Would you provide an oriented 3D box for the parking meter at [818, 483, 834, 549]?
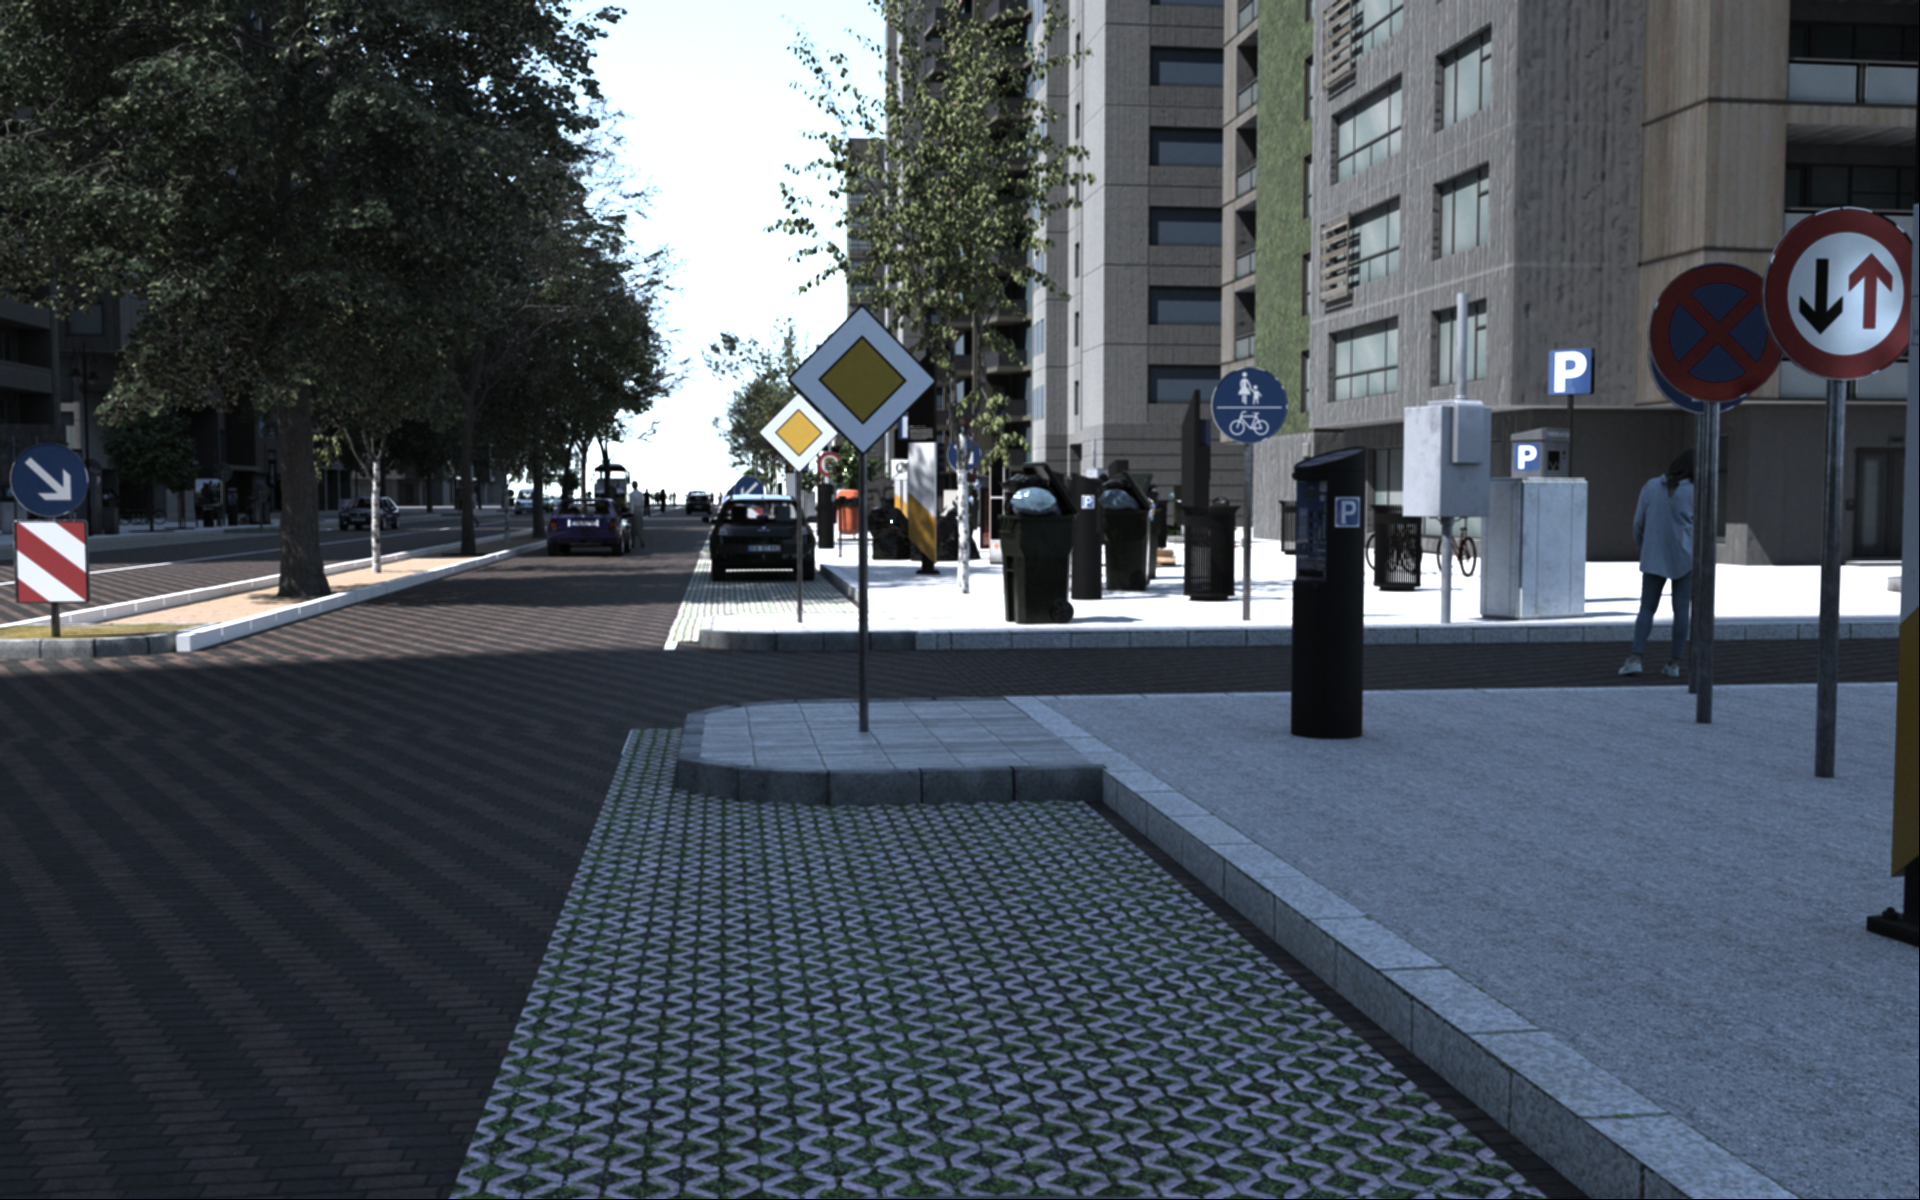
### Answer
[{"bbox_3d":[-3.150,-1.977,40.739,0.372,1.533,0.369,0,3,0],"label":"parking meter"}]

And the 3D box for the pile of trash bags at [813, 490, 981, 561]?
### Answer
[{"bbox_3d":[-1.212,-1.510,34.442,3.447,1.369,1.912,3,5,40],"label":"pile of trash bags"}]

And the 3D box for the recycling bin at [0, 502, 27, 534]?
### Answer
[{"bbox_3d":[-30.436,-2.640,55.720,0.722,1.027,0.722,-2,4,-30],"label":"recycling bin"}]

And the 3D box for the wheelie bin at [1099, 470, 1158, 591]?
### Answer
[{"bbox_3d":[2.222,-0.933,23.164,0.693,1.594,0.980,1,4,10],"label":"wheelie bin"}]

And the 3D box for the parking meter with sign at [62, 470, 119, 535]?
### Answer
[{"bbox_3d":[-27.625,-3.586,54.891,1.738,3.016,0.543,0,4,-2],"label":"parking meter with sign"}]

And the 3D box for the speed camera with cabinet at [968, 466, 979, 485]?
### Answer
[{"bbox_3d":[0.468,-4.656,70.466,0.660,3.252,2.038,0,4,2],"label":"speed camera with cabinet"}]

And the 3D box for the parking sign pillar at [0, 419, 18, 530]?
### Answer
[{"bbox_3d":[-33.976,-4.476,61.655,1.447,3.967,1.447,-3,5,-42],"label":"parking sign pillar"}]

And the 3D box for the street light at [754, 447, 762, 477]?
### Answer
[{"bbox_3d":[-14.912,-9.582,129.461,0.468,5.910,1.993,0,4,-8],"label":"street light"}]

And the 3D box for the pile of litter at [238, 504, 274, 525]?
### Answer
[{"bbox_3d":[-29.803,-3.601,72.834,1.719,0.858,1.176,-1,4,-13],"label":"pile of litter"}]

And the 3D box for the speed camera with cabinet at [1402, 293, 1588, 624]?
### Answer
[{"bbox_3d":[5.466,-1.425,17.635,2.038,3.252,0.660,-2,4,-28],"label":"speed camera with cabinet"}]

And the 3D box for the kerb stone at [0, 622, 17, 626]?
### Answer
[{"bbox_3d":[-9.345,0.322,16.974,0.120,0.150,1.000,0,4,-8],"label":"kerb stone"}]

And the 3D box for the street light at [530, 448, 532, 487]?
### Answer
[{"bbox_3d":[-42.869,-12.244,172.975,0.468,5.910,1.993,0,4,-8],"label":"street light"}]

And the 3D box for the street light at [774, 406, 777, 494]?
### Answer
[{"bbox_3d":[-9.700,-7.238,91.122,0.468,5.910,1.993,0,4,-8],"label":"street light"}]

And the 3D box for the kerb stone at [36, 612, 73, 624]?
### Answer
[{"bbox_3d":[-9.496,0.260,17.988,0.120,0.150,1.000,0,4,-8],"label":"kerb stone"}]

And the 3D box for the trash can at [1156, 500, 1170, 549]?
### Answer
[{"bbox_3d":[4.412,-1.704,39.514,0.748,1.137,0.748,0,3,0],"label":"trash can"}]

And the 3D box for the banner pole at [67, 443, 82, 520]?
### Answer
[{"bbox_3d":[-43.370,-5.795,84.760,0.863,3.779,0.401,-1,4,-20],"label":"banner pole"}]

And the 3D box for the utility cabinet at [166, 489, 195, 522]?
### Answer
[{"bbox_3d":[-35.892,-4.348,79.775,1.173,1.500,0.318,-2,4,-33],"label":"utility cabinet"}]

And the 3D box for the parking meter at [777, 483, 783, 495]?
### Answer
[{"bbox_3d":[-9.240,-5.087,88.881,0.255,1.863,0.399,-1,4,-9],"label":"parking meter"}]

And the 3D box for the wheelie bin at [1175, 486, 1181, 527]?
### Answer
[{"bbox_3d":[8.216,-3.447,64.272,0.980,1.594,0.693,0,4,0],"label":"wheelie bin"}]

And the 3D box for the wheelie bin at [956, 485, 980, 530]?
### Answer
[{"bbox_3d":[0.288,-3.339,62.503,0.693,1.594,0.980,-3,4,-38],"label":"wheelie bin"}]

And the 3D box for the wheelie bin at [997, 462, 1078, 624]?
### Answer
[{"bbox_3d":[0.759,-0.572,17.256,0.693,1.594,0.980,-1,4,-18],"label":"wheelie bin"}]

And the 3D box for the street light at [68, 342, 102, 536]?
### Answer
[{"bbox_3d":[-26.530,-4.883,52.622,0.468,5.910,1.993,0,4,-8],"label":"street light"}]

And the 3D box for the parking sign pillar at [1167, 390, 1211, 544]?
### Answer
[{"bbox_3d":[6.171,-3.483,45.418,1.447,3.967,1.447,0,4,-7],"label":"parking sign pillar"}]

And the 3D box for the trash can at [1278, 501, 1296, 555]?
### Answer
[{"bbox_3d":[7.103,-1.528,36.643,0.748,1.137,0.748,0,3,0],"label":"trash can"}]

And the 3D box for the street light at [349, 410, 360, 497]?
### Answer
[{"bbox_3d":[-31.730,-7.229,90.980,0.468,5.910,1.993,0,4,-8],"label":"street light"}]

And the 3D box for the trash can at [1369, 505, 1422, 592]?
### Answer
[{"bbox_3d":[5.801,-0.691,22.951,0.748,1.137,0.748,0,3,0],"label":"trash can"}]

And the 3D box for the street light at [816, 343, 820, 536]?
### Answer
[{"bbox_3d":[-4.359,-4.921,53.246,0.468,5.910,1.993,0,4,-8],"label":"street light"}]

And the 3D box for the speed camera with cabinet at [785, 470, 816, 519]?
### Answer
[{"bbox_3d":[-8.010,-5.701,87.554,0.660,3.252,2.038,-2,4,-33],"label":"speed camera with cabinet"}]

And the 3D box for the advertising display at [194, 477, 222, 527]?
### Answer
[{"bbox_3d":[-29.166,-3.790,67.184,0.974,1.923,0.123,-1,4,-17],"label":"advertising display"}]

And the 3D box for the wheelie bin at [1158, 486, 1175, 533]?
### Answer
[{"bbox_3d":[2.598,-1.115,26.141,0.980,1.594,0.693,3,4,37],"label":"wheelie bin"}]

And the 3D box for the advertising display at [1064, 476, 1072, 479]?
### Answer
[{"bbox_3d":[3.717,-3.534,62.999,0.974,1.923,0.123,0,4,0],"label":"advertising display"}]

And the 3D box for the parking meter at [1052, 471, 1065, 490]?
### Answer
[{"bbox_3d":[2.386,-2.278,42.954,0.399,1.863,0.255,-1,4,-16],"label":"parking meter"}]

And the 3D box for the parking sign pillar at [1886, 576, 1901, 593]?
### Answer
[{"bbox_3d":[12.937,-2.084,22.541,1.447,3.967,1.447,1,4,9],"label":"parking sign pillar"}]

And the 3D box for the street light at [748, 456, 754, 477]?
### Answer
[{"bbox_3d":[-19.949,-11.902,167.378,0.468,5.910,1.993,0,4,-8],"label":"street light"}]

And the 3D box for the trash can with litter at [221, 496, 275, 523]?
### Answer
[{"bbox_3d":[-32.034,-4.072,77.642,2.233,1.210,1.678,1,4,18],"label":"trash can with litter"}]

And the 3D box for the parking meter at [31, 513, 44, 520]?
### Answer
[{"bbox_3d":[-28.783,-2.959,54.091,0.399,1.863,0.255,1,4,9],"label":"parking meter"}]

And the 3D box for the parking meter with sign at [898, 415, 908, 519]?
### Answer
[{"bbox_3d":[-0.896,-2.510,37.295,0.543,3.016,1.738,-1,4,-14],"label":"parking meter with sign"}]

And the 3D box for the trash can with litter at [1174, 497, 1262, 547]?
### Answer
[{"bbox_3d":[6.172,-1.907,42.237,1.678,1.210,2.233,-2,4,-34],"label":"trash can with litter"}]

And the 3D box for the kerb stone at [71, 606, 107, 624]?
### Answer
[{"bbox_3d":[-9.628,0.195,19.001,0.120,0.150,1.000,0,4,-8],"label":"kerb stone"}]

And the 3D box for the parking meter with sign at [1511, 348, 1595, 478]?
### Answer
[{"bbox_3d":[6.774,-1.471,20.320,0.543,3.016,1.738,3,5,44],"label":"parking meter with sign"}]

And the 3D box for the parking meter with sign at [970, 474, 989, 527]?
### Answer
[{"bbox_3d":[0.862,-4.346,67.313,0.543,3.016,1.738,2,4,33],"label":"parking meter with sign"}]

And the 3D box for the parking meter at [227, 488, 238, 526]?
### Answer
[{"bbox_3d":[-29.582,-3.794,70.437,0.372,1.533,0.369,0,3,0],"label":"parking meter"}]

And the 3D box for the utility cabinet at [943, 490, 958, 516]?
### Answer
[{"bbox_3d":[-0.289,-4.925,89.208,1.173,1.500,0.318,3,4,36],"label":"utility cabinet"}]

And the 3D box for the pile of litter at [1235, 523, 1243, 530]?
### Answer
[{"bbox_3d":[9.391,-2.927,61.824,1.719,0.858,1.176,1,4,16],"label":"pile of litter"}]

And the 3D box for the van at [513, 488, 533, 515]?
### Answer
[{"bbox_3d":[-30.554,-7.070,122.598,2.013,2.044,4.112,-1,4,-10],"label":"van"}]

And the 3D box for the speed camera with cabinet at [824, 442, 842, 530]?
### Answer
[{"bbox_3d":[-4.248,-4.190,62.848,0.660,3.252,2.038,-2,4,-29],"label":"speed camera with cabinet"}]

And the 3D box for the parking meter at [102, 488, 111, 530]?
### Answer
[{"bbox_3d":[-30.892,-3.318,62.666,0.372,1.533,0.369,0,3,0],"label":"parking meter"}]

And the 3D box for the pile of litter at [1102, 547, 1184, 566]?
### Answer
[{"bbox_3d":[3.367,-1.037,30.918,1.719,0.858,1.176,0,4,2],"label":"pile of litter"}]

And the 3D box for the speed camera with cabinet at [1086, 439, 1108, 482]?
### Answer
[{"bbox_3d":[4.459,-4.110,61.542,0.660,3.252,2.038,3,5,44],"label":"speed camera with cabinet"}]

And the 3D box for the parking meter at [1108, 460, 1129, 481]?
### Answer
[{"bbox_3d":[2.724,-1.475,29.836,0.255,1.863,0.399,-1,4,-14],"label":"parking meter"}]

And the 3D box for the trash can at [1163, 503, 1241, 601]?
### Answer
[{"bbox_3d":[3.007,-0.564,20.881,0.748,1.137,0.748,0,3,0],"label":"trash can"}]

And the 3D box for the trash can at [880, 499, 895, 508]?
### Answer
[{"bbox_3d":[-2.191,-2.666,55.235,0.748,1.137,0.748,0,3,0],"label":"trash can"}]

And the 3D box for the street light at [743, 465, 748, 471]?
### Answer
[{"bbox_3d":[-25.814,-14.566,210.934,0.468,5.910,1.993,0,4,-8],"label":"street light"}]

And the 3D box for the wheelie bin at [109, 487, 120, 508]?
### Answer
[{"bbox_3d":[-36.442,-4.062,74.326,0.693,1.594,0.980,-2,4,-33],"label":"wheelie bin"}]

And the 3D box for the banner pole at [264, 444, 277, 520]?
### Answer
[{"bbox_3d":[-34.268,-5.870,85.989,0.863,3.779,0.401,1,4,15],"label":"banner pole"}]

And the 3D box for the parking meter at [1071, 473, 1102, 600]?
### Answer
[{"bbox_3d":[1.541,-0.774,21.073,0.372,1.533,0.369,0,3,0],"label":"parking meter"}]

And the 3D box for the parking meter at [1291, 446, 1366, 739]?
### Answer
[{"bbox_3d":[1.957,-0.049,9.206,0.372,1.533,0.369,0,3,0],"label":"parking meter"}]

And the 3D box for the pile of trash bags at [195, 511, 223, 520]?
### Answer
[{"bbox_3d":[-38.611,-4.722,86.955,3.447,1.369,1.912,2,4,30],"label":"pile of trash bags"}]

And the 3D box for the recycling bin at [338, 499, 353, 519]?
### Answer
[{"bbox_3d":[-31.198,-4.631,88.273,0.722,1.027,0.722,3,5,43],"label":"recycling bin"}]
